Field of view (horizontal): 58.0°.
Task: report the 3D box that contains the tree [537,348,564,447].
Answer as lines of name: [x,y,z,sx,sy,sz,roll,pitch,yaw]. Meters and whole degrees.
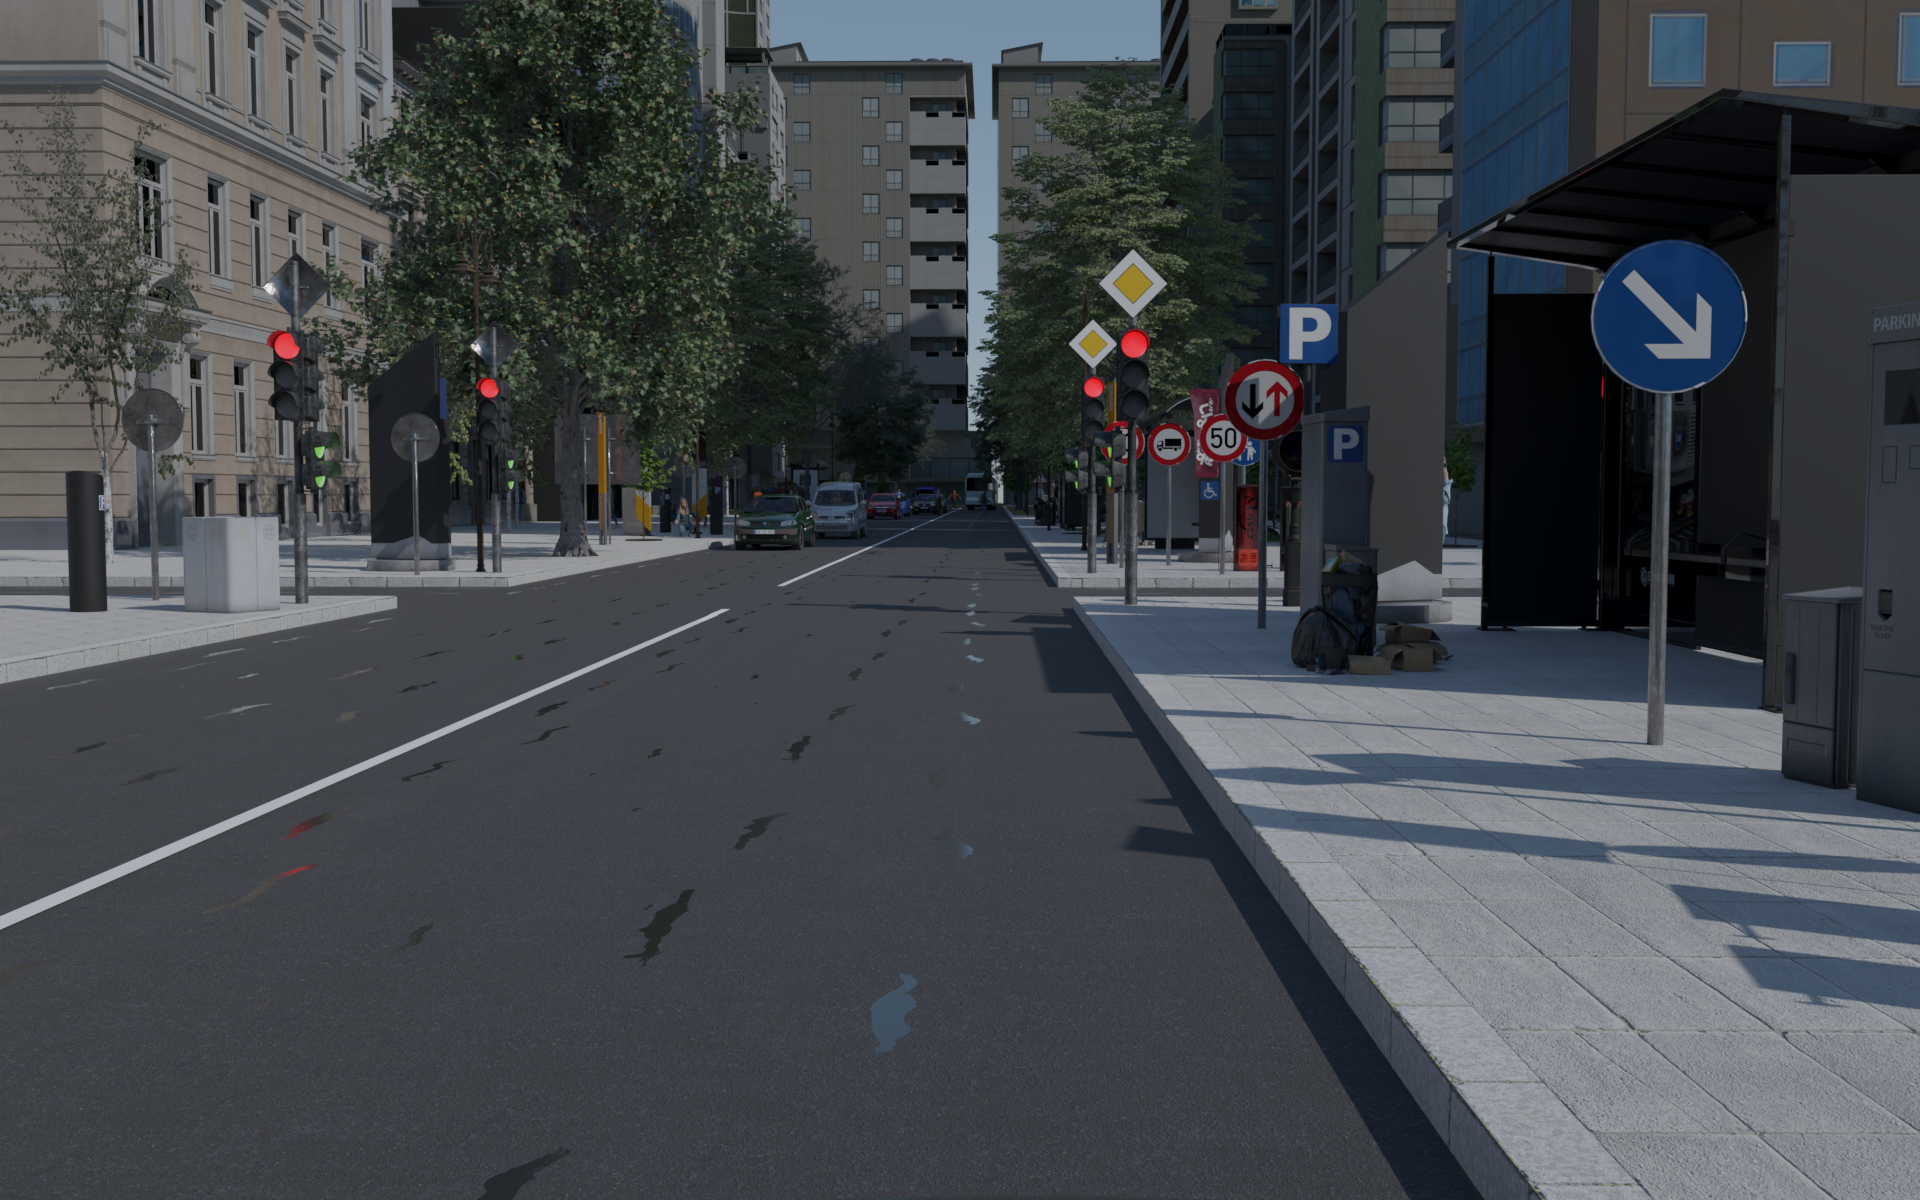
tree: [-14.800,-6.557,57.567,4.360,8.622,3.978,0,3,0]

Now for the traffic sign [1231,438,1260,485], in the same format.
traffic sign: [5.098,-1.900,31.163,0.768,2.556,0.104,0,4,1]

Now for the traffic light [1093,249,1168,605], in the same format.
traffic light: [1.967,-1.901,20.003,0.839,4.253,0.868,0,4,1]

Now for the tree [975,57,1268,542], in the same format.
tree: [4.456,-7.793,45.542,7.486,12.596,7.792,0,3,0]

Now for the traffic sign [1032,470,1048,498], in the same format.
traffic sign: [4.060,-5.360,87.632,0.884,2.594,0.081,0,4,3]

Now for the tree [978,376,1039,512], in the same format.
tree: [4.907,-11.416,121.069,7.601,10.594,8.767,-1,4,-10]

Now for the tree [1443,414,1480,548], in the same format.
tree: [12.118,-2.900,42.020,1.663,3.219,1.824,0,3,0]

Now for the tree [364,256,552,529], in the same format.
tree: [-15.406,-6.176,51.347,4.737,8.622,4.395,0,3,0]

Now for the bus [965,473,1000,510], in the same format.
bus: [2.056,-10.094,159.889,2.948,3.499,13.247,0,4,3]

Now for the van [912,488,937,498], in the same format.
van: [-3.191,-9.451,158.902,2.240,2.365,5.245,0,4,0]

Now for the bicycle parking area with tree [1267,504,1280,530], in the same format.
bicycle parking area with tree: [10.815,-4.822,65.843,9.016,4.147,8.231,2,4,23]

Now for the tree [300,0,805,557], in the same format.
tree: [-7.968,-7.226,35.159,9.611,12.733,9.660,0,3,0]

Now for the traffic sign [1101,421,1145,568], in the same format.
traffic sign: [2.805,-1.827,29.983,0.768,2.556,0.104,0,4,5]

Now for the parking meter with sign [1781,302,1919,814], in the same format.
parking meter with sign: [4.051,-0.653,6.944,0.543,3.016,1.738,-1,4,-14]

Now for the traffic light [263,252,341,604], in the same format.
traffic light: [-7.693,-1.911,20.173,0.839,4.253,0.868,0,4,1]

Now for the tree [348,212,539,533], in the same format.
tree: [-13.768,-5.819,45.505,4.360,8.622,3.978,0,3,0]

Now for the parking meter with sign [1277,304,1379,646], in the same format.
parking meter with sign: [3.252,-1.155,15.152,0.543,3.016,1.738,0,4,-4]

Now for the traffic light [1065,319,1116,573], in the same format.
traffic light: [2.121,-2.389,27.987,0.839,4.253,0.868,0,4,1]

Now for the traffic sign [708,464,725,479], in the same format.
traffic sign: [-10.333,-4.487,73.473,0.768,2.556,0.104,1,4,9]

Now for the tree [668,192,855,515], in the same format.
tree: [-7.650,-8.943,64.348,7.486,12.596,7.792,0,3,0]

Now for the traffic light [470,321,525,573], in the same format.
traffic light: [-7.539,-2.400,28.156,0.839,4.253,0.868,0,4,1]

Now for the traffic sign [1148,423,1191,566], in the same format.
traffic sign: [3.742,-1.890,31.012,0.768,2.556,0.104,1,4,11]

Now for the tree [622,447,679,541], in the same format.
tree: [-8.554,-3.236,47.507,1.663,3.219,1.824,0,3,0]

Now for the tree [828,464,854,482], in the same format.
tree: [-7.359,-6.957,108.344,1.663,3.219,1.824,0,3,0]

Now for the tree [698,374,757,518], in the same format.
tree: [-13.528,-9.068,98.620,4.737,8.622,4.395,0,3,0]

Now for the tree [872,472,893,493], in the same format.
tree: [-6.433,-8.963,141.139,1.663,3.219,1.824,0,3,0]

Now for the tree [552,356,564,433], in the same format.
tree: [-16.146,-6.939,63.816,4.737,8.622,4.395,0,3,0]

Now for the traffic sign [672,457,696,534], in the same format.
traffic sign: [-8.822,-3.380,55.364,0.768,2.556,0.104,0,4,2]

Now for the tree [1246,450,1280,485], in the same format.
tree: [15.189,-6.610,91.783,4.285,4.588,4.351,0,3,0]

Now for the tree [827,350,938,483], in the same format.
tree: [-6.748,-14.779,148.291,9.857,13.997,8.962,0,3,0]

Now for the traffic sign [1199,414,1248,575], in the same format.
traffic sign: [4.184,-1.679,27.559,0.768,2.556,0.104,0,4,7]

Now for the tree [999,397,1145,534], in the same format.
tree: [4.056,-4.402,55.681,4.285,4.588,4.351,0,3,0]

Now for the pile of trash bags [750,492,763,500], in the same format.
pile of trash bags: [-8.740,-4.105,76.863,1.912,1.369,3.447,0,4,1]

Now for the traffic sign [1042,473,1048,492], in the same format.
traffic sign: [4.876,-6.225,101.885,0.768,2.556,0.104,0,4,7]

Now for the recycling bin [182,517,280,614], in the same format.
recycling bin: [-7.984,-0.393,18.987,0.722,1.027,0.722,2,4,24]

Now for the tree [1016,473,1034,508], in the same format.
tree: [5.947,-10.176,160.973,1.663,3.219,1.824,0,3,0]

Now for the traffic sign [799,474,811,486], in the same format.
traffic sign: [-7.978,-5.329,89.258,0.606,2.300,0.079,1,4,9]

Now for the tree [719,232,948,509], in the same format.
tree: [-7.256,-10.447,81.182,12.009,13.543,11.850,0,3,0]

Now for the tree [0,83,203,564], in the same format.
tree: [-15.637,-4.961,31.468,4.360,8.622,3.978,0,3,0]

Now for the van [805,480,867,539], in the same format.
van: [-4.011,-3.047,56.830,2.013,2.044,4.112,0,4,2]

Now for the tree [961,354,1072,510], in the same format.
tree: [4.989,-14.386,141.861,9.857,13.997,8.962,0,3,0]
